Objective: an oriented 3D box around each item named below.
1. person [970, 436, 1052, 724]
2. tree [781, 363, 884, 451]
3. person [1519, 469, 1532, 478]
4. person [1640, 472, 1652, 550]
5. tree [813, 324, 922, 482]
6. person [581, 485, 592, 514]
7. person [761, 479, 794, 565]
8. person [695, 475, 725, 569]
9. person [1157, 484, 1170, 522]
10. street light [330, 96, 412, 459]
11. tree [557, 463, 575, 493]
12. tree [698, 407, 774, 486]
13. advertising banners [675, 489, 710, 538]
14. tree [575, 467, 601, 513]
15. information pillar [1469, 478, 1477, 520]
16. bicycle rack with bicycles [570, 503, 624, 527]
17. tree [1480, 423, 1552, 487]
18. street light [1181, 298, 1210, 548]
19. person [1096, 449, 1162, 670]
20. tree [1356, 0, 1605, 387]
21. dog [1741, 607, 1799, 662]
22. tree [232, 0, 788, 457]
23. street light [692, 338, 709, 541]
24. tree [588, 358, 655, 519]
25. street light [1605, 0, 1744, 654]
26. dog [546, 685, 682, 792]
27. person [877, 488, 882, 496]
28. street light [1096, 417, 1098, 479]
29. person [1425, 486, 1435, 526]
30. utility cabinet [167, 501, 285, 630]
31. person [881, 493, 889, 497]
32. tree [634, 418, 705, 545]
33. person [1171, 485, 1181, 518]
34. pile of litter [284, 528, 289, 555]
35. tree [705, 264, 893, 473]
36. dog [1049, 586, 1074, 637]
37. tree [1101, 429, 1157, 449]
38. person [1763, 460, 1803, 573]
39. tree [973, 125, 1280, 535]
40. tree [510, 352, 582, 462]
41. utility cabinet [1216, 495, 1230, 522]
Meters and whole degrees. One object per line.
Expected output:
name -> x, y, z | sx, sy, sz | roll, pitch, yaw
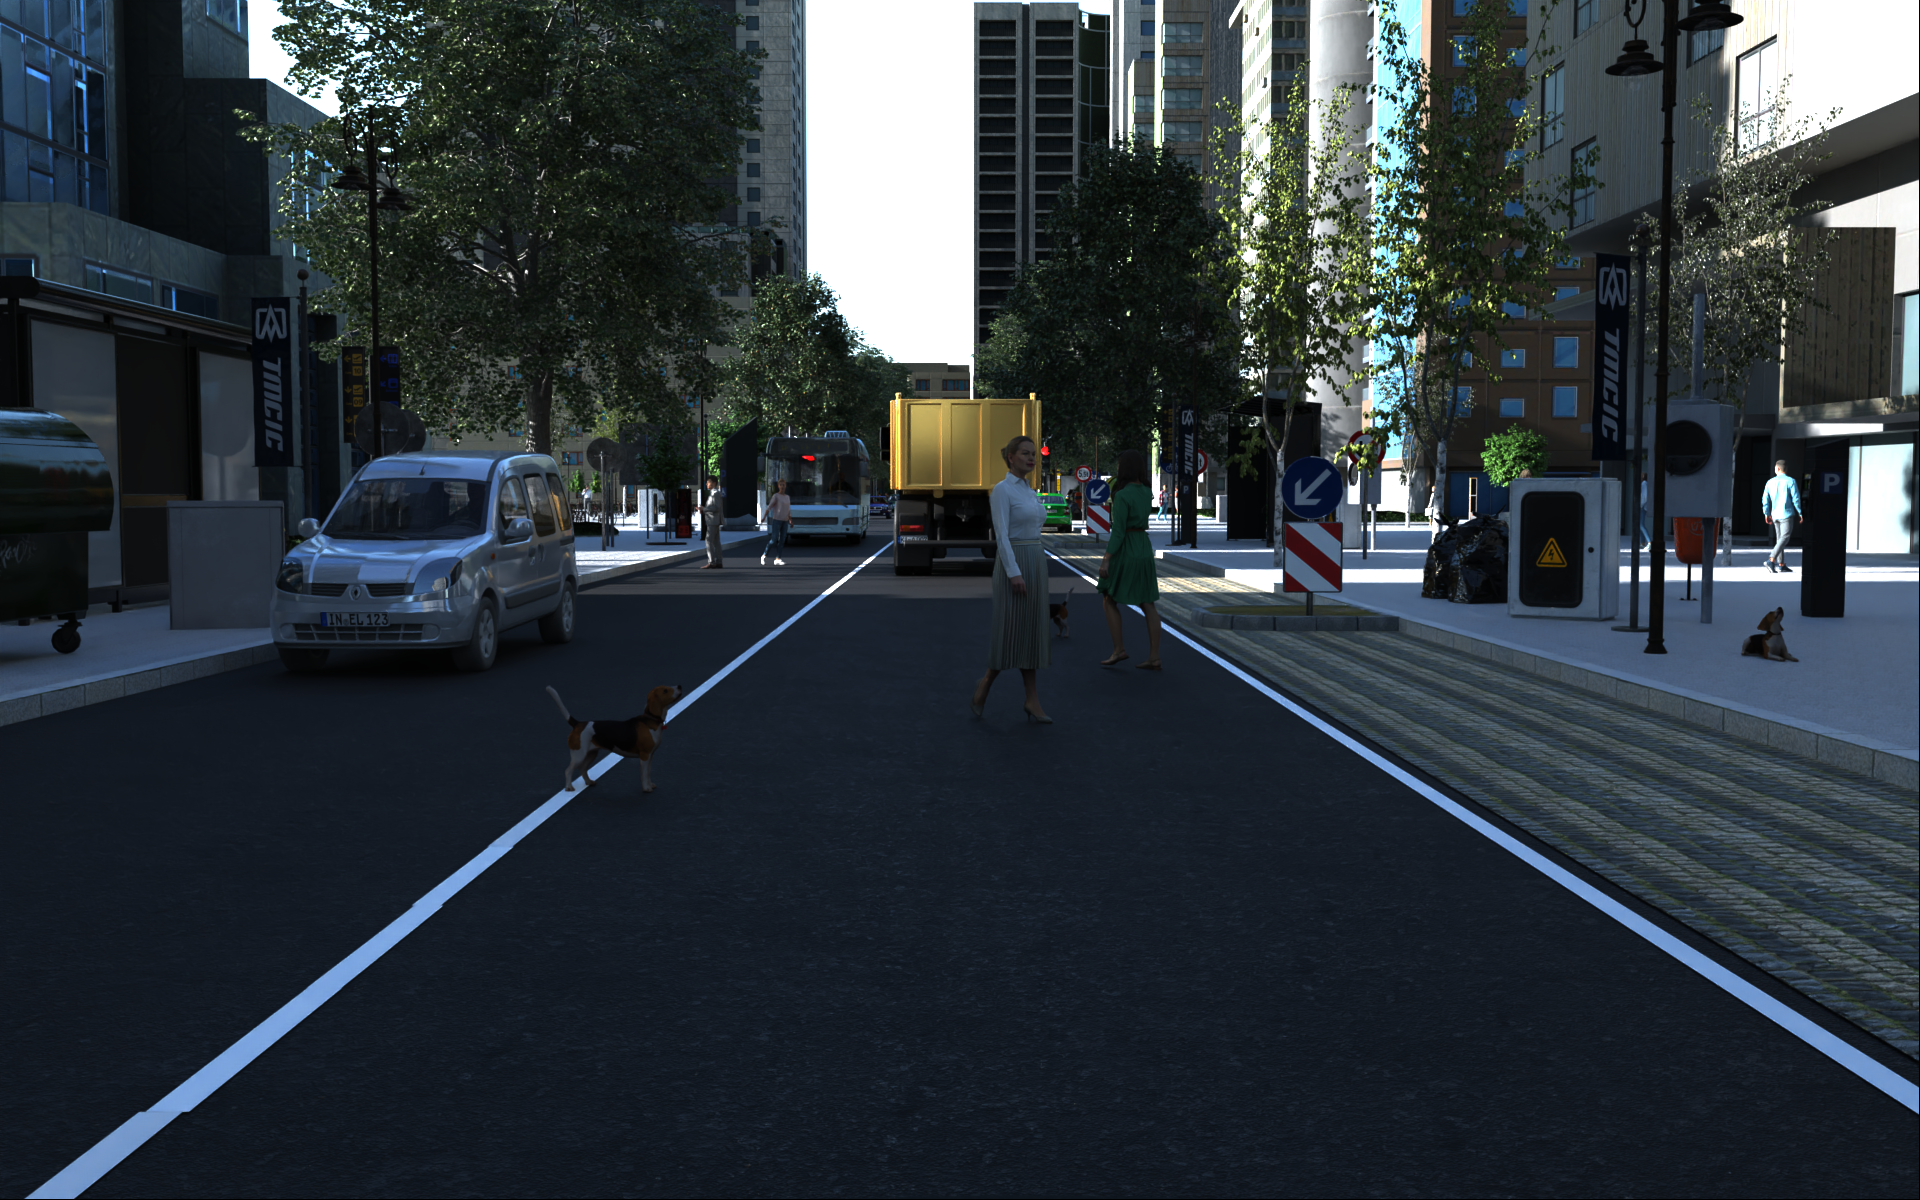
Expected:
person -> 0.319, -0.136, 10.951 | 0.478, 1.798, 0.641 | -3, 5, -43
tree -> -8.318, -10.543, 106.790 | 8.767, 10.594, 7.601 | 1, 4, 19
person -> 11.824, -1.824, 36.048 | 0.709, 1.800, 0.728 | 0, 4, 2
person -> 15.914, -2.079, 40.301 | 0.793, 1.790, 0.793 | -1, 4, -16
tree -> -8.577, -13.582, 128.713 | 9.857, 13.997, 8.962 | 0, 3, 0
person -> -22.431, -5.986, 104.021 | 0.679, 1.850, 0.850 | -1, 4, -19
person -> -3.791, -1.585, 35.092 | 0.598, 1.740, 0.731 | 2, 4, 31
person -> -4.827, -1.506, 33.328 | 0.583, 1.804, 0.606 | -1, 4, -19
person -> 9.257, -4.390, 78.652 | 0.563, 1.720, 0.643 | -2, 4, -24
street light -> -6.987, -2.932, 20.720 | 0.468, 5.910, 1.993 | 0, 4, 0
tree -> -21.745, -5.930, 91.550 | 1.663, 3.219, 1.824 | 0, 3, 0
tree -> -8.377, -5.005, 65.545 | 4.285, 4.588, 4.351 | 0, 3, 0
advertising banners -> -7.992, -3.302, 50.170 | 2.074, 3.025, 0.090 | -2, 4, -24
tree -> -26.496, -7.724, 120.880 | 1.663, 3.219, 1.824 | 0, 3, 0
information pillar -> 23.180, -4.511, 78.245 | 0.304, 2.012, 0.304 | 1, 4, 10
bicycle rack with bicycles -> -14.592, -3.322, 67.704 | 2.852, 0.926, 2.925 | 1, 4, 23
tree -> 25.658, -5.879, 79.832 | 4.285, 4.588, 4.351 | 0, 3, 0
street light -> 5.523, -4.157, 40.759 | 0.468, 5.910, 1.993 | 0, 4, 0
person -> 1.403, -0.332, 14.169 | 0.529, 1.795, 0.600 | 2, 4, 32
tree -> 6.829, -4.527, 24.379 | 4.737, 8.622, 4.395 | 0, 3, 0
dog -> 6.414, 0.252, 13.611 | 0.550, 0.427, 0.748 | 3, 5, 45
tree -> -8.197, -7.724, 32.938 | 9.857, 13.997, 8.962 | 0, 3, 0
street light -> -7.097, -4.581, 47.682 | 0.468, 5.910, 1.993 | 0, 4, 0
tree -> -17.499, -8.552, 90.180 | 4.737, 8.622, 4.395 | 0, 3, 0
street light -> 5.612, -2.508, 13.797 | 0.468, 5.910, 1.993 | 0, 4, 0
dog -> -1.671, 0.666, 8.402 | 0.540, 0.507, 0.406 | -3, 4, -36
person -> -7.683, -9.542, 162.143 | 1.348, 1.812, 0.705 | 3, 4, 37
street light -> 5.364, -5.806, 67.721 | 0.468, 5.910, 1.993 | 0, 4, 0
person -> 20.300, -3.988, 74.064 | 0.694, 1.780, 0.624 | -1, 4, -22
utility cabinet -> -7.019, -0.333, 16.604 | 1.020, 1.237, 0.306 | -1, 4, -20
person -> -9.924, -13.413, 225.364 | 1.348, 1.822, 0.705 | 2, 4, 24
tree -> -7.534, -3.017, 43.930 | 1.663, 3.219, 1.824 | 0, 3, 0
person -> 11.624, -5.277, 92.684 | 0.532, 1.782, 0.716 | 3, 4, 37
pile of litter -> -10.325, -0.699, 25.390 | 1.176, 0.858, 1.719 | 0, 4, 8
tree -> -8.081, -10.384, 86.792 | 9.611, 12.733, 9.660 | 0, 3, 0
dog -> 0.886, 0.124, 17.255 | 0.406, 0.507, 0.540 | 1, 4, 15
tree -> 12.192, -10.478, 121.671 | 4.360, 8.622, 3.978 | 0, 3, 0
person -> 13.384, -1.372, 28.337 | 0.748, 1.841, 0.638 | -1, 4, -20
tree -> 5.342, -8.391, 54.207 | 9.611, 12.733, 9.660 | 0, 3, 0
tree -> -19.935, -8.138, 83.412 | 4.360, 8.622, 3.978 | 0, 3, 0
utility cabinet -> 12.251, -4.166, 79.275 | 1.020, 1.237, 0.306 | -1, 4, -19
